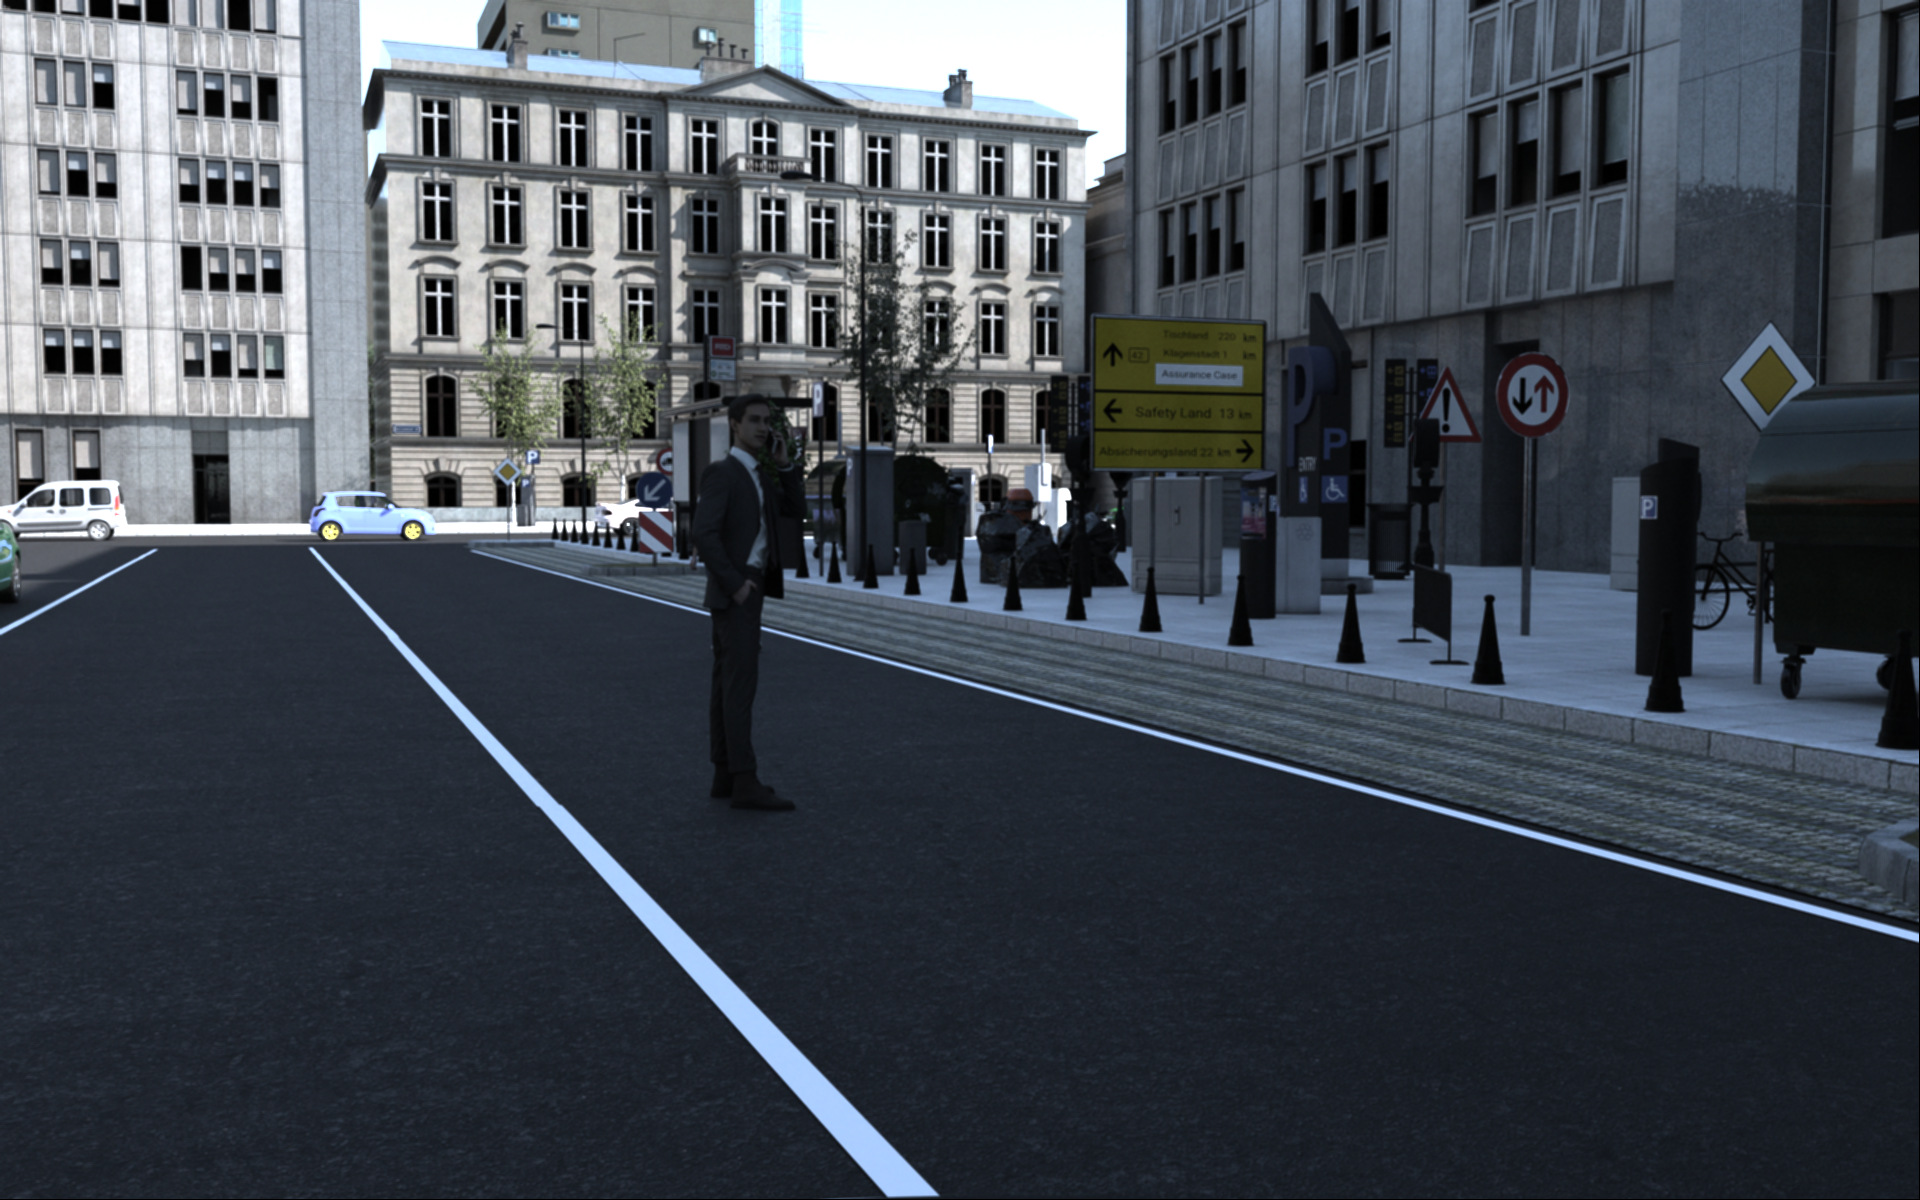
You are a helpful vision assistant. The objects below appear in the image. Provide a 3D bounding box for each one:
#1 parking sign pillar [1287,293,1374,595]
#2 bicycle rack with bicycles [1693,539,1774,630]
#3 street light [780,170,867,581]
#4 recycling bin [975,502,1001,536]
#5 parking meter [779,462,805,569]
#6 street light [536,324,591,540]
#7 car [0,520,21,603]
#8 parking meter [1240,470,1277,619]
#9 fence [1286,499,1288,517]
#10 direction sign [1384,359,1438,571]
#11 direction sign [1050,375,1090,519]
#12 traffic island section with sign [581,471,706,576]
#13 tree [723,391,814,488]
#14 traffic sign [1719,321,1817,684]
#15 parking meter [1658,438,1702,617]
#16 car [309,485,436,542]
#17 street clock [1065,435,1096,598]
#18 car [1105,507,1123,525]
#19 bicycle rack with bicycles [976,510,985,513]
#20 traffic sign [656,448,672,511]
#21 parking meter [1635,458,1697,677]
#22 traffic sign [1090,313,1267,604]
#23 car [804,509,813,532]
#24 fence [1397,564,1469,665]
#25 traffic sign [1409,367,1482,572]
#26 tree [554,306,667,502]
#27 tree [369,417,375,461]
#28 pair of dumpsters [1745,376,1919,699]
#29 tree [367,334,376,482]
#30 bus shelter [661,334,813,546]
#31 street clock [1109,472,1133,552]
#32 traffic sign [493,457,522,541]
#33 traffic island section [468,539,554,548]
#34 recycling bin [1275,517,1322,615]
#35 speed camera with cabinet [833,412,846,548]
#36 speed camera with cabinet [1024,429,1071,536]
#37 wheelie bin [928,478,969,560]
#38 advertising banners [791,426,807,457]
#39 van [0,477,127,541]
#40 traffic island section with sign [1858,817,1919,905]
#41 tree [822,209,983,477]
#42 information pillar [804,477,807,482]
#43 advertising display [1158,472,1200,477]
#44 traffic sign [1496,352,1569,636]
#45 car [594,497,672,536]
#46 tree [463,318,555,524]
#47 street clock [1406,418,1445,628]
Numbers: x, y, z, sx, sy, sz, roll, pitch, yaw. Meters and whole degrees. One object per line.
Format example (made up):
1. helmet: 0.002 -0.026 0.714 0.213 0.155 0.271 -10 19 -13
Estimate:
1. parking sign pillar: 4.686 -2.089 22.620 1.447 3.967 1.447 0 4 -7
2. bicycle rack with bicycles: 7.858 -0.155 15.919 2.925 0.926 2.852 -2 4 -27
3. street light: -1.926 -3.222 25.217 1.470 5.913 1.316 -1 4 -22
4. recycling bin: 0.837 -2.482 53.139 0.722 1.027 0.722 2 4 32
5. parking meter: -2.876 -1.466 29.673 0.399 1.863 0.255 2 4 23
6. street light: -10.908 -4.591 47.604 1.470 5.913 1.316 -1 4 -22
7. car: -12.843 -0.581 21.301 2.131 1.459 4.920 -1 4 -20
8. parking meter: 3.079 -0.580 17.892 0.372 1.533 0.369 0 3 0
9. fence: 6.499 -1.291 32.315 0.480 1.192 2.264 2 4 33
10. direction sign: 7.563 -2.270 29.110 0.876 3.537 0.379 0 4 2
11. direction sign: 2.162 -2.520 33.196 0.876 3.537 0.379 -1 4 -11
12. traffic island section with sign: -5.717 -1.367 30.977 1.989 1.847 2.006 -1 4 -22
13. tree: -3.673 -2.321 32.544 1.663 3.219 1.824 0 3 0
14. traffic sign: 5.384 -0.639 11.627 0.795 2.450 0.064 -1 4 -18
15. parking meter: 7.513 -0.759 18.117 0.399 1.863 0.255 0 4 8
16. car: -18.111 -2.681 53.423 3.694 1.707 1.945 -1 4 -23
17. street clock: 1.511 -1.034 21.481 0.358 2.002 0.471 2 4 35
18. car: 8.235 -3.821 71.277 4.718 1.807 1.959 -2 4 -23
19. bicycle rack with bicycles: 1.711 -6.748 123.708 2.852 0.926 2.925 1 4 10
20. traffic sign: -7.958 -2.899 47.502 0.768 2.556 0.104 -1 4 -19
21. parking meter: 4.999 -0.235 12.261 0.372 1.533 0.369 0 3 0
22. traffic sign: 2.520 -1.597 19.989 2.265 3.308 0.079 -1 4 -21
23. car: -5.038 -3.079 60.121 4.222 1.686 2.009 -1 4 -22
24. fence: 3.816 0.083 14.022 0.278 0.683 2.069 0 4 7
25. traffic sign: 4.960 -1.088 17.796 0.884 2.594 0.081 -1 4 -21
26. tree: -13.380 -7.198 68.050 4.737 8.622 4.395 0 3 0
27. tree: -60.769 -14.623 173.499 7.601 10.594 8.767 -1 4 -9
28. pair of dumpsters: 6.460 -0.407 9.149 1.574 2.255 4.437 -1 4 -22
29. tree: -45.614 -14.128 137.643 9.857 13.997 8.962 0 3 0
30. bus shelter: -5.712 -3.897 41.347 2.179 5.291 8.768 -1 4 -22
31. street clock: 3.548 -2.059 38.230 0.471 2.002 0.358 2 4 30
32. traffic sign: -12.333 -2.667 47.254 0.795 2.450 0.064 -1 4 -22
33. traffic island section: -12.314 -1.533 47.340 2.009 0.180 2.903 -1 4 -22
34. recycling bin: 3.536 -0.382 18.806 0.722 1.027 0.722 1 4 9
35. speed camera with cabinet: -2.588 -2.854 40.997 0.660 3.252 2.038 -1 4 -9
36. speed camera with cabinet: 2.783 -3.611 53.377 0.660 3.252 2.038 3 4 37
37. wheelie bin: -0.225 -1.601 34.082 0.693 1.594 0.980 2 4 23
38. advertising banners: -4.835 -3.002 45.267 2.074 3.025 0.090 2 4 30
39. van: -28.023 -2.841 53.456 4.112 2.044 2.013 -1 4 -20
40. traffic island section with sign: 4.380 0.162 5.976 1.989 1.847 2.006 -1 4 -22
41. tree: -1.733 -5.779 44.855 4.360 8.622 3.978 0 3 0
42. information pillar: -6.339 -3.968 69.362 0.304 2.012 0.304 2 4 32
43. advertising display: 3.369 -1.303 26.513 0.123 1.923 0.974 3 5 45
44. traffic sign: 5.133 -0.951 15.651 0.768 2.556 0.104 -1 4 -18
45. car: -10.398 -2.964 60.816 4.827 1.381 2.083 -2 4 -23
46. tree: -18.701 -7.516 73.252 4.737 8.622 4.395 0 3 0
47. street clock: 4.459 -0.737 16.617 0.358 2.002 0.471 1 4 12
